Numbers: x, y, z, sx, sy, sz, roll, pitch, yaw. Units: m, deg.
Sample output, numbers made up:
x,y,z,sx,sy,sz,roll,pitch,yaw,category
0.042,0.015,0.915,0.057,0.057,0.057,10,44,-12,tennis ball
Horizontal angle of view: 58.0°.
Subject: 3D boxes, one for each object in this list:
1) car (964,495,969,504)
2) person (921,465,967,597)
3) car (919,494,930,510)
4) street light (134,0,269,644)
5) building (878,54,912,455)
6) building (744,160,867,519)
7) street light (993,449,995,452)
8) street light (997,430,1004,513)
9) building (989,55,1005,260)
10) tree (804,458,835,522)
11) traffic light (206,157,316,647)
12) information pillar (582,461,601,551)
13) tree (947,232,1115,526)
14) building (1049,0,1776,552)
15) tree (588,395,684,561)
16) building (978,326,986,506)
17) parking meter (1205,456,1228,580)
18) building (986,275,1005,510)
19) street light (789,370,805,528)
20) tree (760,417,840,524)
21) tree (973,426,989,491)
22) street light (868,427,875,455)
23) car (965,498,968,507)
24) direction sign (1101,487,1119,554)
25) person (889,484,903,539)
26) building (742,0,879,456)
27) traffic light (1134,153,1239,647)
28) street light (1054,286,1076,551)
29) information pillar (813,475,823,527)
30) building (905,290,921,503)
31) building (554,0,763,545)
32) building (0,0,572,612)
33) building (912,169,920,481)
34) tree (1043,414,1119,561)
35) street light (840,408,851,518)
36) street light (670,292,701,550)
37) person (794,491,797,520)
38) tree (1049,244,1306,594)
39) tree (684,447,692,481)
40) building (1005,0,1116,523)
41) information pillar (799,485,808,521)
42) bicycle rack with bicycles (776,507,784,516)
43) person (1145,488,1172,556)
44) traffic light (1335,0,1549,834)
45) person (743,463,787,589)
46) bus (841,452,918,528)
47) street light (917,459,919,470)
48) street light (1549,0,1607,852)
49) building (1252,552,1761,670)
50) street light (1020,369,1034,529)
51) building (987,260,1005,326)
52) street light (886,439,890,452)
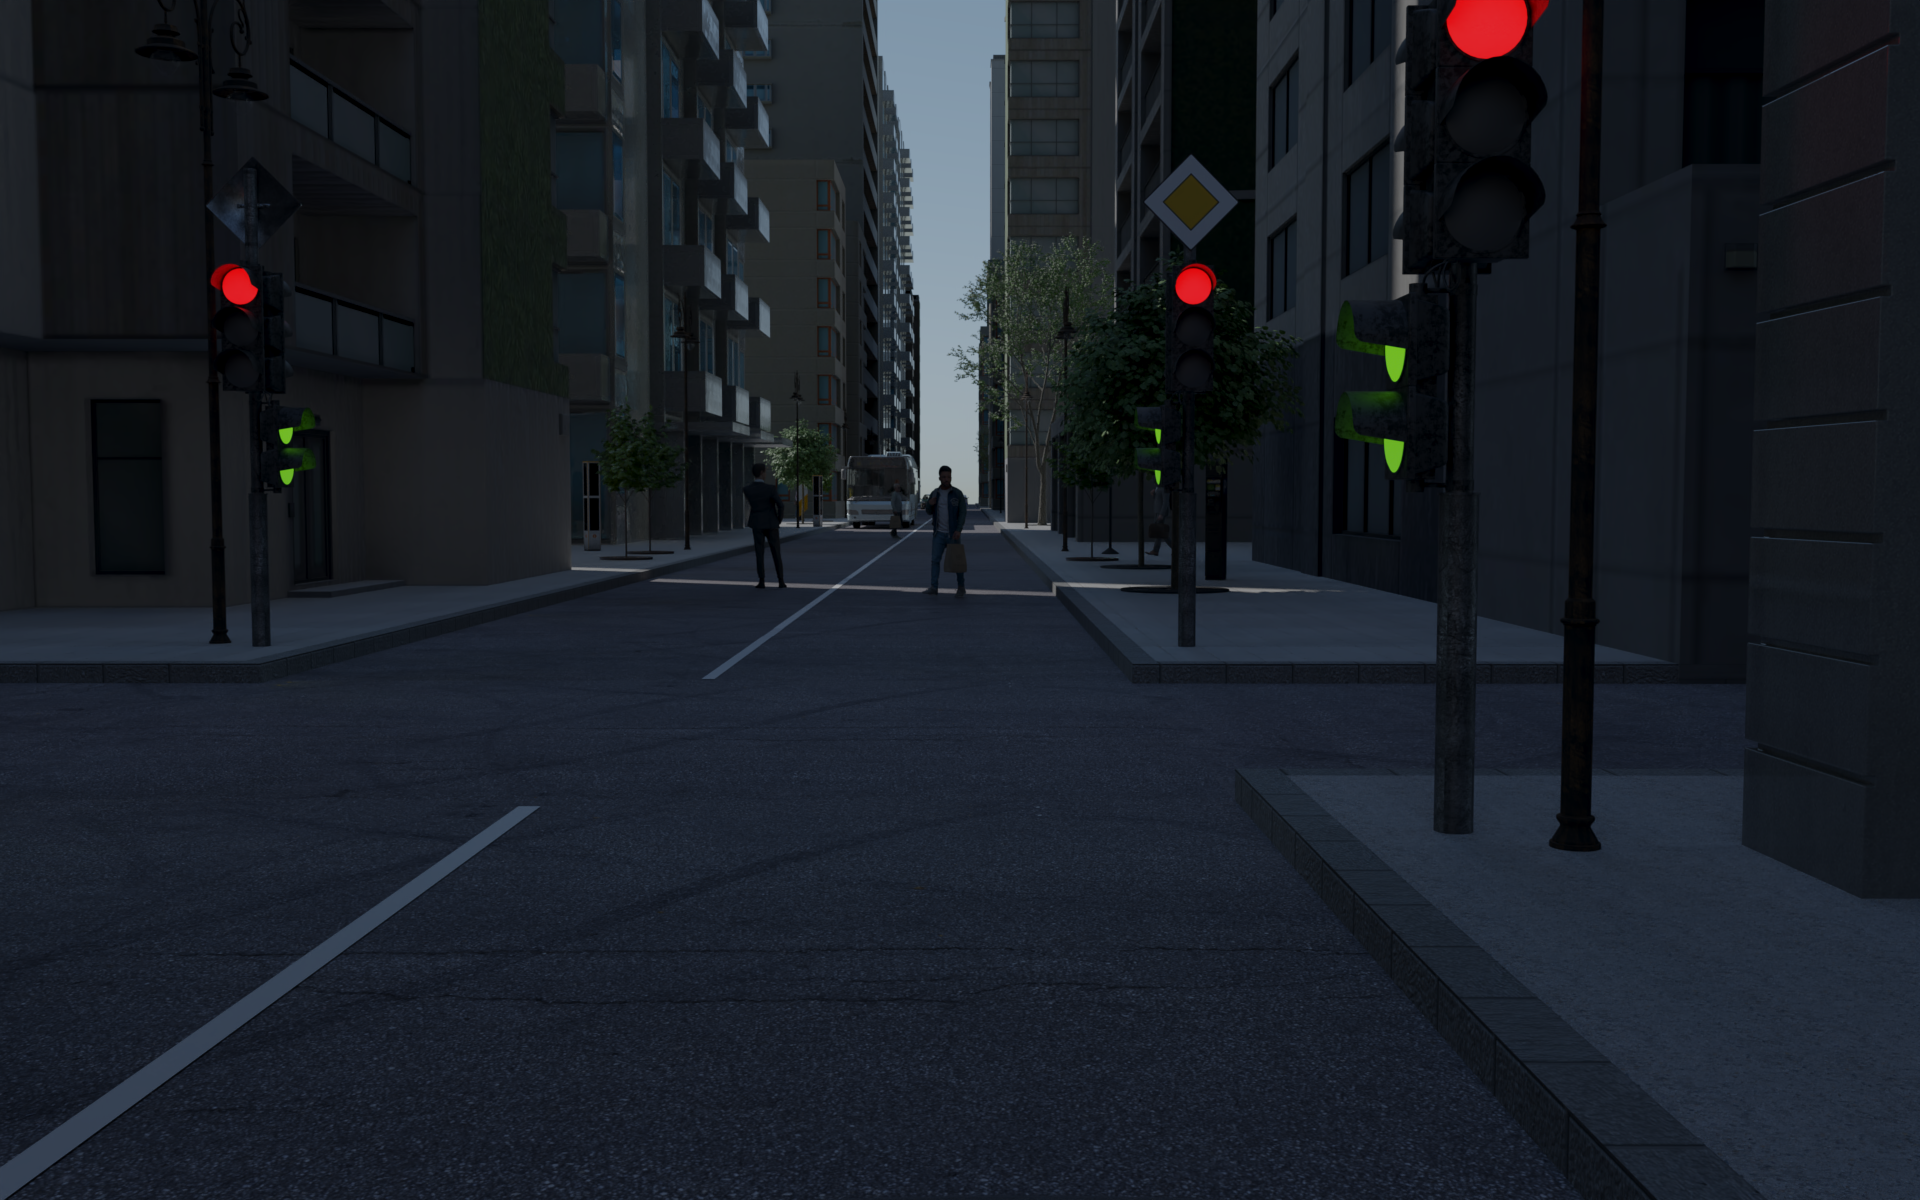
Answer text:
x,y,z,sx,sy,sz,roll,pitch,yaw,category
0.201,-13.941,240.291,2.083,1.381,4.827,0,4,1,car
-0.152,-0.936,23.796,0.794,1.824,0.713,3,5,41,person
-2.755,-9.266,161.287,2.009,1.686,4.222,0,4,2,car
-6.366,-2.565,14.726,0.468,5.910,1.993,0,4,0,street light
-17.893,-34.759,187.916,23.786,49.044,30.456,0,4,0,building
-20.271,-15.856,104.286,27.650,21.520,28.899,0,4,0,building
2.917,-10.267,140.658,0.468,5.910,1.993,0,4,0,street light
2.731,-8.737,115.634,0.468,5.910,1.993,0,4,0,street light
14.521,-42.338,234.229,21.231,58.520,28.212,0,4,0,building
-6.360,-5.246,80.375,1.663,3.219,1.824,0,3,0,tree
-5.871,-1.563,14.480,0.839,4.253,0.868,0,4,0,traffic light
-8.287,-2.110,38.990,0.304,2.012,0.304,-2,4,-33,information pillar
3.323,-8.814,69.866,9.928,11.665,9.643,0,3,0,tree
13.352,-37.325,48.520,20.563,71.187,20.611,0,4,0,building
-6.522,-2.392,33.711,1.663,3.219,1.824,0,3,0,tree
15.966,-21.263,192.693,27.650,21.520,28.899,0,4,0,building
3.821,-1.231,25.831,0.255,1.863,0.399,1,4,23,parking meter
16.478,-18.742,151.465,27.650,21.520,28.899,0,4,0,building
-6.077,-5.626,64.774,0.468,5.910,1.993,0,4,0,street light
-6.794,-5.512,73.828,4.285,4.588,4.351,0,3,0,tree
3.244,-13.668,173.828,4.737,8.622,4.395,0,3,0,tree
-5.984,-8.863,117.690,0.468,5.910,1.993,0,4,0,street light
-0.299,-8.530,149.063,1.945,1.707,3.694,0,4,2,car
3.212,-2.748,36.924,0.379,3.537,0.876,-1,4,-19,direction sign
-2.081,-2.844,55.486,0.515,1.767,0.782,1,4,12,person
-17.249,-30.890,128.749,21.300,48.544,21.600,0,4,0,building
1.890,-1.562,14.468,0.839,4.253,0.868,0,4,0,traffic light
2.358,-4.029,38.662,0.468,5.910,1.993,0,4,0,street light
-5.602,-3.894,68.158,0.304,2.012,0.304,1,4,17,information pillar
-12.716,-28.728,241.396,14.160,30.474,14.107,0,4,0,building
-18.164,-26.629,55.000,23.786,49.044,30.456,0,4,0,building
-13.628,-20.655,21.300,14.154,41.232,14.086,0,4,0,building
-17.152,-36.618,218.313,23.786,49.044,30.456,0,4,0,building
2.544,-2.380,33.511,1.663,3.219,1.824,0,3,0,tree
-6.119,-7.332,92.666,0.468,5.910,1.993,0,4,0,street light
-6.284,-4.096,39.750,0.468,5.910,1.993,0,4,0,street light
-7.955,-4.842,85.800,0.593,1.750,0.643,-1,4,-12,person
2.766,-2.393,22.833,4.285,4.588,4.351,0,3,0,tree
-6.620,-2.594,37.021,1.663,3.219,1.824,0,3,0,tree
9.131,-24.375,82.124,14.154,41.232,14.086,0,4,0,building
-7.602,-5.638,83.535,0.504,3.616,0.183,-2,4,-25,information pillar
-10.010,-4.521,87.303,2.852,0.926,2.925,3,5,42,bicycle rack with bicycles
4.214,-1.830,35.930,0.822,1.834,0.622,-1,4,-17,person
1.861,-1.074,6.483,0.839,4.253,0.868,0,4,0,traffic light
-2.974,-1.134,26.397,0.648,1.900,0.474,0,4,-3,person
-3.309,-4.963,75.997,2.948,3.499,13.247,0,4,0,bus
-5.513,-15.477,225.835,0.468,5.910,1.993,0,4,0,street light
2.236,-2.038,6.117,0.468,5.910,1.993,0,4,0,street light
15.766,-35.644,21.028,20.611,71.187,20.563,0,4,0,building
2.471,-5.593,64.234,0.468,5.910,1.993,0,4,0,street light
10.296,-27.051,213.981,14.160,30.474,14.107,0,4,0,building
-5.907,-10.393,142.714,0.468,5.910,1.993,0,4,0,street light
